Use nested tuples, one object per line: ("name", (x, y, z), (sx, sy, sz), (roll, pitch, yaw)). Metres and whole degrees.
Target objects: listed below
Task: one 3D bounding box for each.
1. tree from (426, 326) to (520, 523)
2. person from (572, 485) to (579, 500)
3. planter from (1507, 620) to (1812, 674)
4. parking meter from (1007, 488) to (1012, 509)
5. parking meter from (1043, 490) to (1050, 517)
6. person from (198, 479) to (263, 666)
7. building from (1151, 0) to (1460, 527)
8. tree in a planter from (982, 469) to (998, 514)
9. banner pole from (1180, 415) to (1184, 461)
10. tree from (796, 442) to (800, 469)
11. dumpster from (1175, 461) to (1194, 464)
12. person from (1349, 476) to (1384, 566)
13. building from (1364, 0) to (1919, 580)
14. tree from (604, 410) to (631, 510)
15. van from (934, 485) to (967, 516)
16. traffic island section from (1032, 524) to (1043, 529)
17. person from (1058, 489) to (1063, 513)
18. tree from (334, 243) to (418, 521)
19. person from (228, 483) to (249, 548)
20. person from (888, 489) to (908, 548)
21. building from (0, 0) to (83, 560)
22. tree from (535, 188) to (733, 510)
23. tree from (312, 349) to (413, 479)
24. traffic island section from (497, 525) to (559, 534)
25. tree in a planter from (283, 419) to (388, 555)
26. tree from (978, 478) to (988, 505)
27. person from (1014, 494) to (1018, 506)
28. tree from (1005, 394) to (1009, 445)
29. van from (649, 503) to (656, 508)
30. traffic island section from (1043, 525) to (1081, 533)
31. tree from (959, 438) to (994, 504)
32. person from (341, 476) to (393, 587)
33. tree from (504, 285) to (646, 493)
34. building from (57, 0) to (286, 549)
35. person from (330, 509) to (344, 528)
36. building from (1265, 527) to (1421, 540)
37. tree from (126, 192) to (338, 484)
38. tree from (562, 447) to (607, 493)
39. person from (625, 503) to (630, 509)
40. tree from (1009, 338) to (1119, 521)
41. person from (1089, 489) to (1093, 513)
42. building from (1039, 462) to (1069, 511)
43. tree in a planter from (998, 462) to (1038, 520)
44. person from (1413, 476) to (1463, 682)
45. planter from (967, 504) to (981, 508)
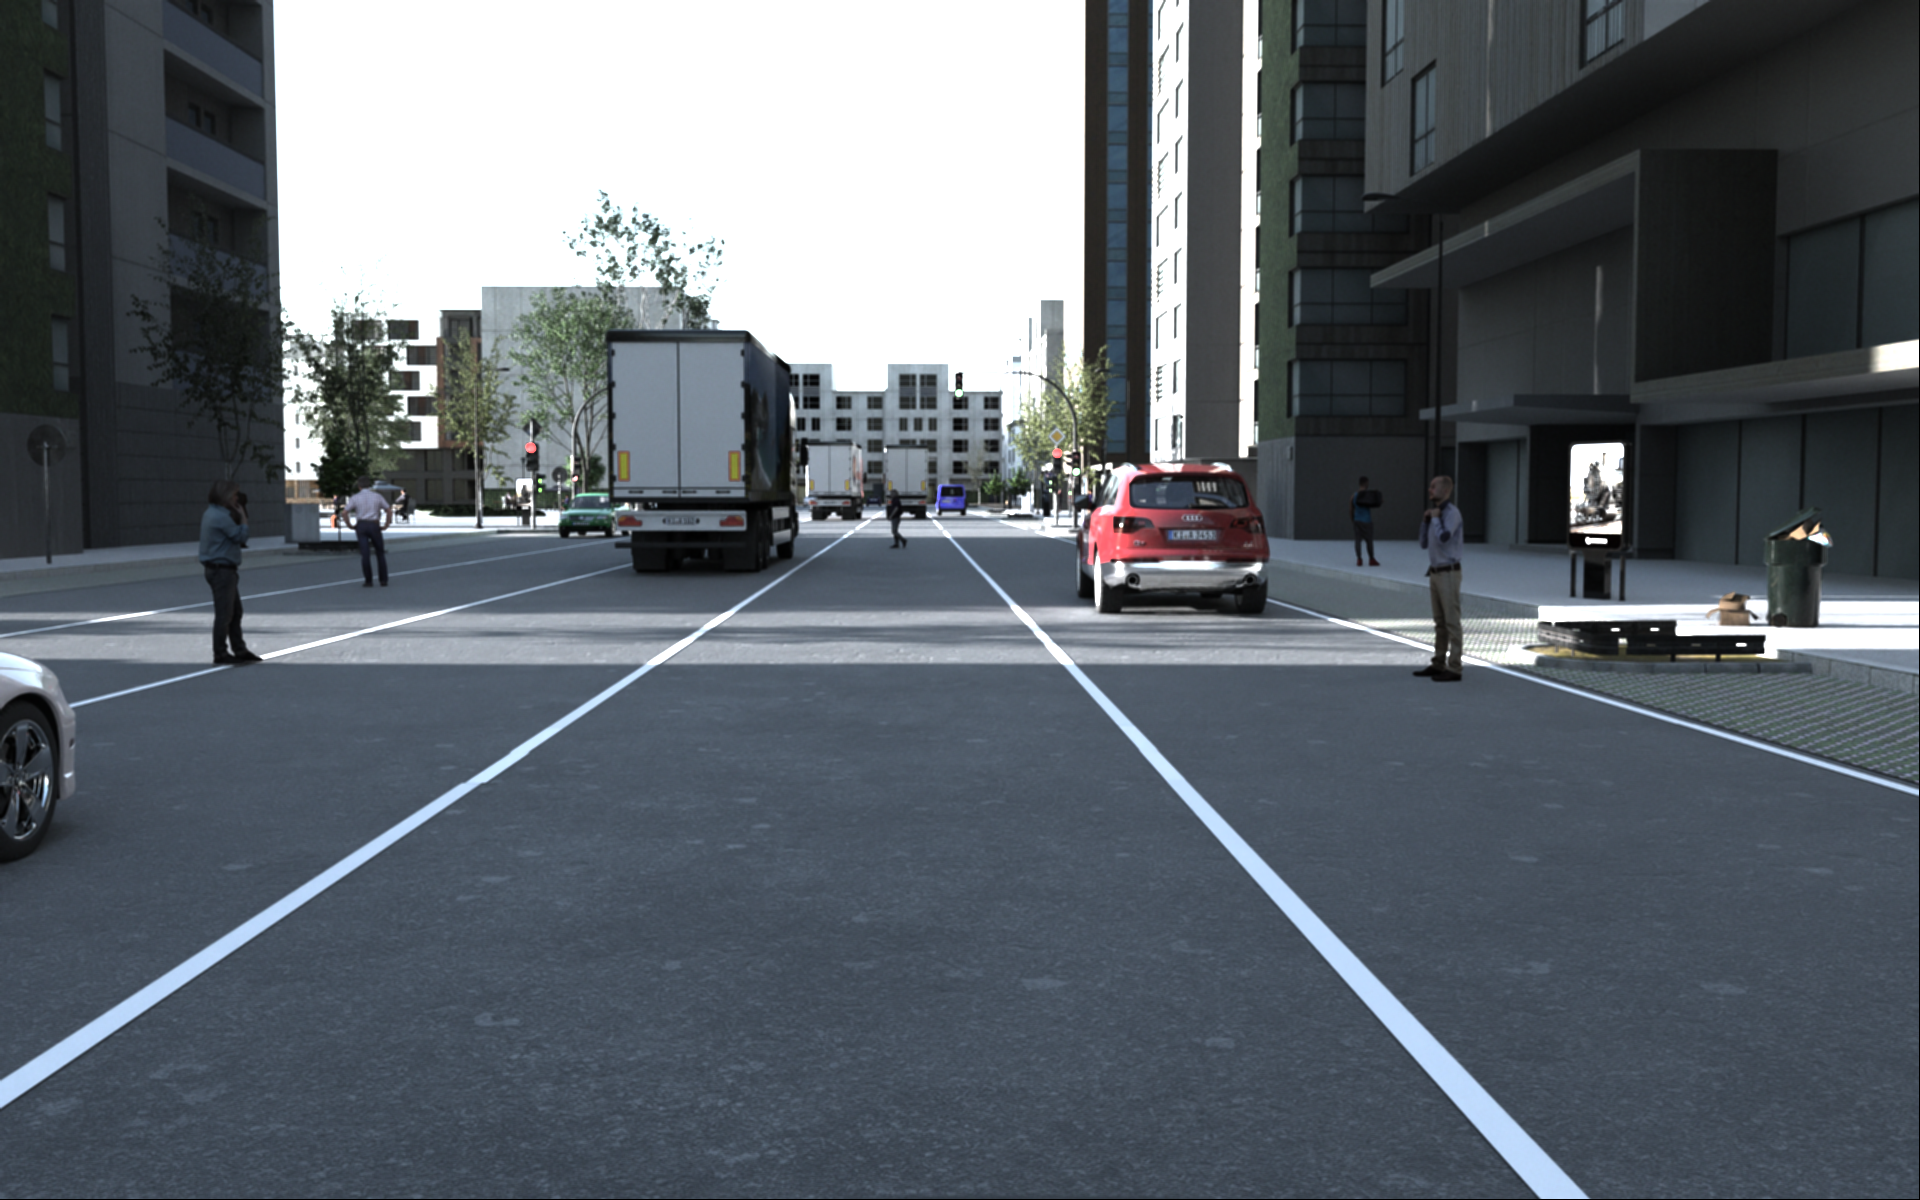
("tree", (-20.941, -7.637, 75.221), (4.737, 8.622, 4.395), (0, 3, 0))
("person", (-23.649, -6.187, 107.076), (0.709, 1.838, 0.599), (-1, 4, -21))
("planter", (5.765, 0.393, 14.719), (1.991, 0.319, 1.994), (0, 4, -2))
("parking meter", (4.160, -8.535, 145.257), (0.255, 1.863, 0.399), (2, 4, 24))
("parking meter", (4.932, -5.543, 99.039), (0.372, 1.533, 0.369), (0, 3, 0))
("person", (-6.098, -0.226, 14.400), (0.429, 1.552, 0.499), (0, 4, -7))
("building", (16.838, -24.306, 80.996), (14.086, 41.232, 14.154), (0, 4, -2))
("tree in a planter", (2.551, -7.758, 124.072), (1.991, 3.239, 1.994), (0, 4, -2))
("banner pole", (6.983, -3.953, 54.655), (0.401, 3.779, 0.863), (0, 4, 7))
("tree", (-22.569, -16.734, 223.965), (4.737, 8.622, 4.395), (0, 3, 0))
("dumpster", (6.724, -3.004, 51.616), (1.502, 2.255, 1.985), (0, 4, -2))
("person", (7.270, -1.405, 30.891), (0.647, 1.594, 0.662), (2, 4, 28))
("building", (24.394, -27.076, 31.939), (28.713, 52.752, 27.495), (0, 4, -2))
("tree", (-24.016, -10.784, 126.681), (4.360, 8.622, 3.978), (0, 3, 0))
("van", (-0.587, -6.856, 116.477), (2.240, 2.365, 5.245), (0, 4, -2))
("traffic island section", (4.069, -3.076, 72.581), (2.009, 0.180, 2.903), (0, 4, -2))
("person", (6.921, -6.864, 119.739), (0.415, 1.643, 0.593), (0, 4, 8))
("tree", (-17.595, -6.093, 49.988), (4.360, 8.622, 3.978), (0, 3, 0))
("person", (-17.112, -1.999, 40.994), (0.482, 1.546, 0.388), (-1, 4, -13))
("person", (-1.654, -2.141, 45.706), (0.471, 1.553, 0.569), (2, 4, 25))
("building", (-25.717, -21.129, 29.050), (14.154, 41.232, 14.086), (0, 4, -2))
("tree", (-19.973, -15.353, 106.912), (12.611, 20.169, 13.585), (0, 3, 0))
("tree", (-46.487, -13.272, 135.129), (7.486, 12.596, 7.792), (0, 3, 0))
("traffic island section", (-15.770, -2.553, 64.019), (2.009, 0.180, 2.903), (0, 4, -2))
("tree in a planter", (-14.773, -2.687, 41.147), (1.991, 3.239, 1.994), (0, 4, -2))
("tree", (3.060, -13.300, 212.062), (1.663, 3.219, 1.824), (0, 3, 0))
("person", (6.029, -10.872, 184.247), (0.568, 1.767, 0.683), (2, 4, 26))
("tree", (5.646, -8.676, 92.217), (4.737, 8.622, 4.395), (0, 3, 0))
("van", (-9.743, -3.259, 60.290), (2.013, 2.044, 4.112), (0, 4, -1))
("traffic island section", (4.303, -2.588, 64.600), (2.009, 0.180, 2.903), (0, 4, -2))
("tree", (2.298, -16.764, 224.455), (4.360, 8.622, 3.978), (0, 3, 0))
("person", (-9.188, -1.066, 26.860), (0.756, 1.711, 0.436), (-1, 4, -20))
("tree", (-18.720, -9.822, 86.339), (9.928, 11.665, 9.643), (0, 3, 0))
("building", (-34.608, -30.868, 46.685), (28.212, 58.520, 21.231), (0, 4, -2))
("person", (-24.411, -3.130, 67.961), (0.859, 0.850, 0.655), (3, 5, 44))
("building", (16.096, -22.652, 53.955), (14.154, 41.232, 14.086), (0, 4, -2))
("tree", (-17.984, -5.626, 42.340), (4.360, 8.622, 3.978), (0, 3, 0))
("tree", (-26.298, -8.401, 121.064), (4.285, 4.588, 4.351), (0, 3, 0))
("person", (-18.714, -5.457, 97.322), (0.319, 1.574, 0.516), (-2, 4, -30))
("tree", (5.637, -7.988, 80.970), (4.737, 8.622, 4.395), (0, 3, 0))
("person", (6.664, -4.987, 89.945), (0.546, 1.535, 0.453), (-1, 4, -19))
("building", (17.362, -42.700, 136.395), (20.563, 71.187, 20.611), (0, 4, -2))
("tree in a planter", (3.345, -6.111, 97.140), (1.991, 3.239, 1.994), (0, 4, -2))
("person", (3.721, -0.174, 13.409), (0.319, 1.574, 0.516), (0, 4, 1))
("planter", (1.084, -9.375, 174.421), (1.991, 0.319, 1.994), (0, 4, -2))
